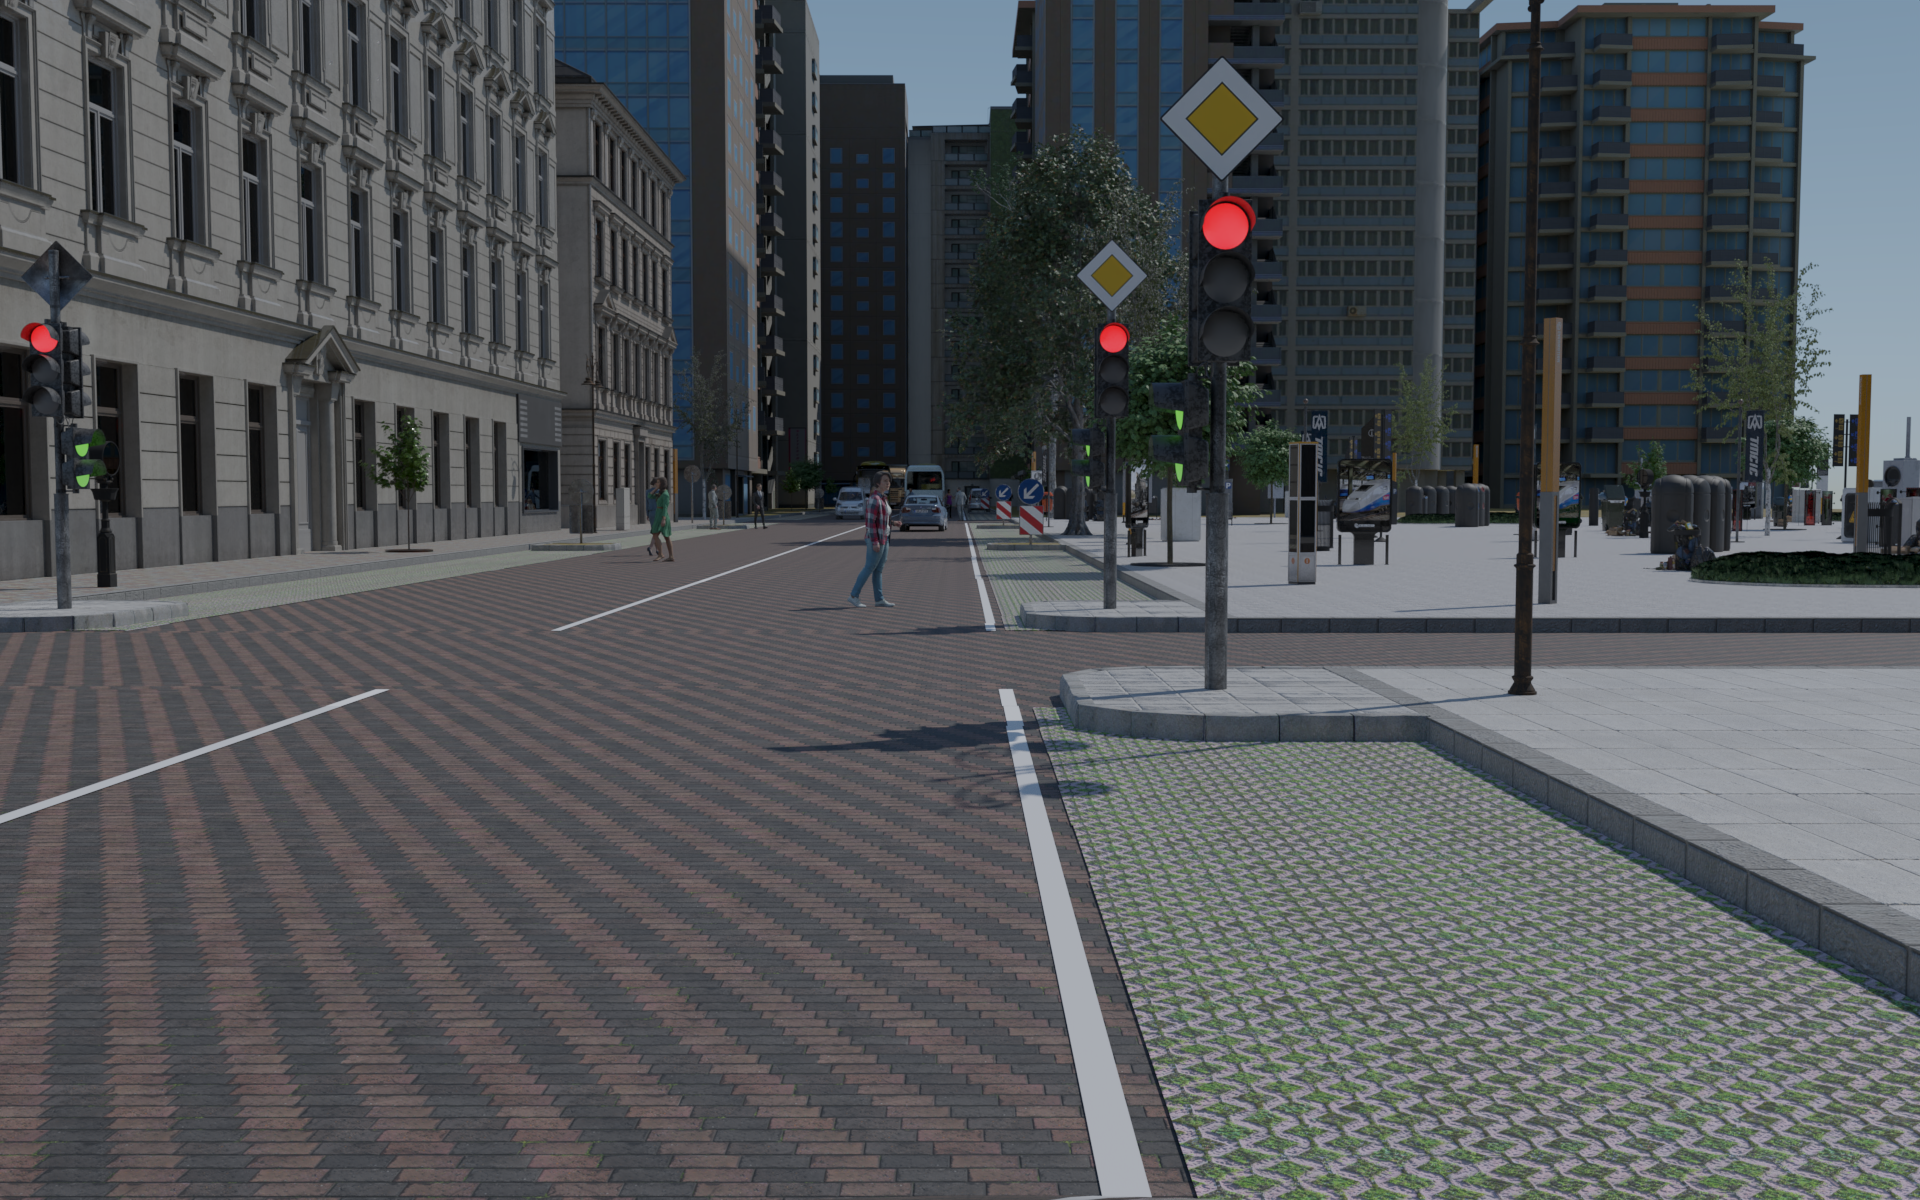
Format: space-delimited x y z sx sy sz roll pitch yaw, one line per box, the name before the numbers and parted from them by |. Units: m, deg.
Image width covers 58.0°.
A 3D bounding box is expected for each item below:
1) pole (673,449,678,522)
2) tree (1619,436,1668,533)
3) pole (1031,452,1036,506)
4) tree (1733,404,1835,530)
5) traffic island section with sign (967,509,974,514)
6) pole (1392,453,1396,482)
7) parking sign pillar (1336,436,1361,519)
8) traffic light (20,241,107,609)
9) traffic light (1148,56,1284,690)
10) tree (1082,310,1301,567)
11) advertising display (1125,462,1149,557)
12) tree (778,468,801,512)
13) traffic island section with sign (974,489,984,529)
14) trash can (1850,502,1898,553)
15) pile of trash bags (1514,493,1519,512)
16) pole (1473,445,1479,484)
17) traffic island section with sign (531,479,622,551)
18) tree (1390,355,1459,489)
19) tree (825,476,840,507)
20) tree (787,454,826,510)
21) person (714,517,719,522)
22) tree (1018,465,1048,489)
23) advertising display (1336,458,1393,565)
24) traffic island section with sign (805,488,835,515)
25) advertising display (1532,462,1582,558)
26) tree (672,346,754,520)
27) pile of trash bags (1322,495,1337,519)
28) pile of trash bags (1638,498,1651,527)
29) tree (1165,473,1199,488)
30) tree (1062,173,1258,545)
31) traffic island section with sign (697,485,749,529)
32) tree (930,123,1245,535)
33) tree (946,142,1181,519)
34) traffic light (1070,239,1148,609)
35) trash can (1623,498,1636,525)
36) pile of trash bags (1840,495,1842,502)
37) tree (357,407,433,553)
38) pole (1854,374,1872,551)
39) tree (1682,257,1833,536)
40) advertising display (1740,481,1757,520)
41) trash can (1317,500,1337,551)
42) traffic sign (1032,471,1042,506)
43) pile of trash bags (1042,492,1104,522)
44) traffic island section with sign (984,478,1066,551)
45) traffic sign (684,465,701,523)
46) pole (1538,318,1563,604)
pole | -12.867 -5.165 78.294 0.158 3.312 0.155 0 3 0
tree | 22.844 -3.816 56.996 1.663 3.219 1.824 0 3 0
pole | 3.545 -5.477 83.385 0.158 3.312 0.155 0 3 0
tree | 29.654 -4.787 61.974 4.285 4.588 4.351 0 3 0
traffic island section with sign | 1.637 -6.926 121.867 1.989 1.847 2.006 0 3 0
pole | 21.479 -5.618 85.692 0.158 3.312 0.155 0 3 0
parking sign pillar | 18.268 -5.637 80.638 1.447 3.967 1.447 0 4 -2
traffic light | -10.001 -1.855 19.258 0.839 4.253 0.868 0 3 0
traffic light | 1.666 -1.369 11.296 0.839 4.253 0.868 0 3 0
tree | 3.867 -2.894 31.039 4.285 4.588 4.351 0 3 0
advertising display | 3.625 -1.849 35.441 0.123 1.923 0.974 2 4 28
tree | -12.281 -7.973 124.962 1.663 3.219 1.824 0 3 0
traffic island section with sign | 1.675 -3.847 71.530 1.989 1.847 2.006 0 3 0
trash can | 16.132 -1.159 30.610 0.748 1.137 0.748 0 3 0
pile of trash bags | 29.704 -4.925 90.268 1.912 1.369 3.447 2 4 35
pole | 21.282 -4.750 71.513 0.158 3.312 0.155 0 3 0
traffic island section with sign | -9.740 -2.179 44.255 1.989 1.847 2.006 0 3 0
tree | 24.303 -8.665 92.041 4.737 8.622 4.395 0 3 0
tree | -12.932 -10.821 171.530 1.663 3.219 1.824 0 3 0
tree | -12.501 -9.641 141.351 4.285 4.588 4.351 0 3 0
person | -10.513 -3.693 73.889 0.505 1.210 0.382 3 5 40
tree | 4.266 -6.501 100.894 1.663 3.219 1.824 0 3 0
advertising display | 7.322 -1.601 31.384 0.974 1.923 0.123 0 4 3
traffic island section with sign | -9.786 -6.882 121.152 1.989 1.847 2.006 0 3 0
advertising display | 12.049 -1.821 34.984 0.974 1.923 0.123 0 4 -7
tree | -12.648 -8.360 87.049 4.360 8.622 3.978 0 3 0
pile of trash bags | 19.082 -4.862 89.241 1.912 1.369 3.447 -3 5 -40
pile of trash bags | 27.687 -3.517 67.251 1.912 1.369 3.447 0 4 0
tree | 9.670 -4.860 74.056 1.663 3.219 1.824 0 3 0
tree | 4.513 -5.507 40.407 4.360 8.622 3.978 0 3 0
traffic island section with sign | -9.742 -3.842 71.437 1.989 1.847 2.006 0 3 0
tree | 3.766 -8.377 53.964 9.611 12.733 9.660 0 3 0
tree | 5.620 -14.414 91.550 12.611 20.169 13.585 0 3 0
traffic light | 1.661 -1.857 19.281 0.839 4.253 0.868 0 3 0
trash can | 23.693 -3.065 61.764 0.748 1.137 0.748 0 3 0
pile of trash bags | 34.555 -3.402 65.370 1.912 1.369 3.447 3 4 36
tree | -12.224 -2.683 38.476 1.663 3.219 1.824 0 3 0
pole | 15.415 -2.186 29.581 0.158 3.312 0.155 0 3 0
tree | 24.618 -6.275 52.963 4.737 8.622 4.395 0 3 0
advertising display | 39.054 -4.935 85.904 0.123 1.923 0.974 -2 4 -31
trash can | 8.123 -1.678 39.085 0.748 1.137 0.748 0 3 0
traffic sign | 3.422 -4.514 75.934 0.606 2.300 0.079 1 4 9
pile of trash bags | 5.505 -4.396 81.630 3.447 1.369 1.912 1 4 11
traffic island section with sign | 1.688 -2.194 44.503 1.989 1.847 2.006 0 3 0
traffic sign | -11.768 -4.645 76.058 0.768 2.556 0.104 0 4 7
pole | 6.880 -1.611 20.183 0.158 3.312 0.155 0 3 0
